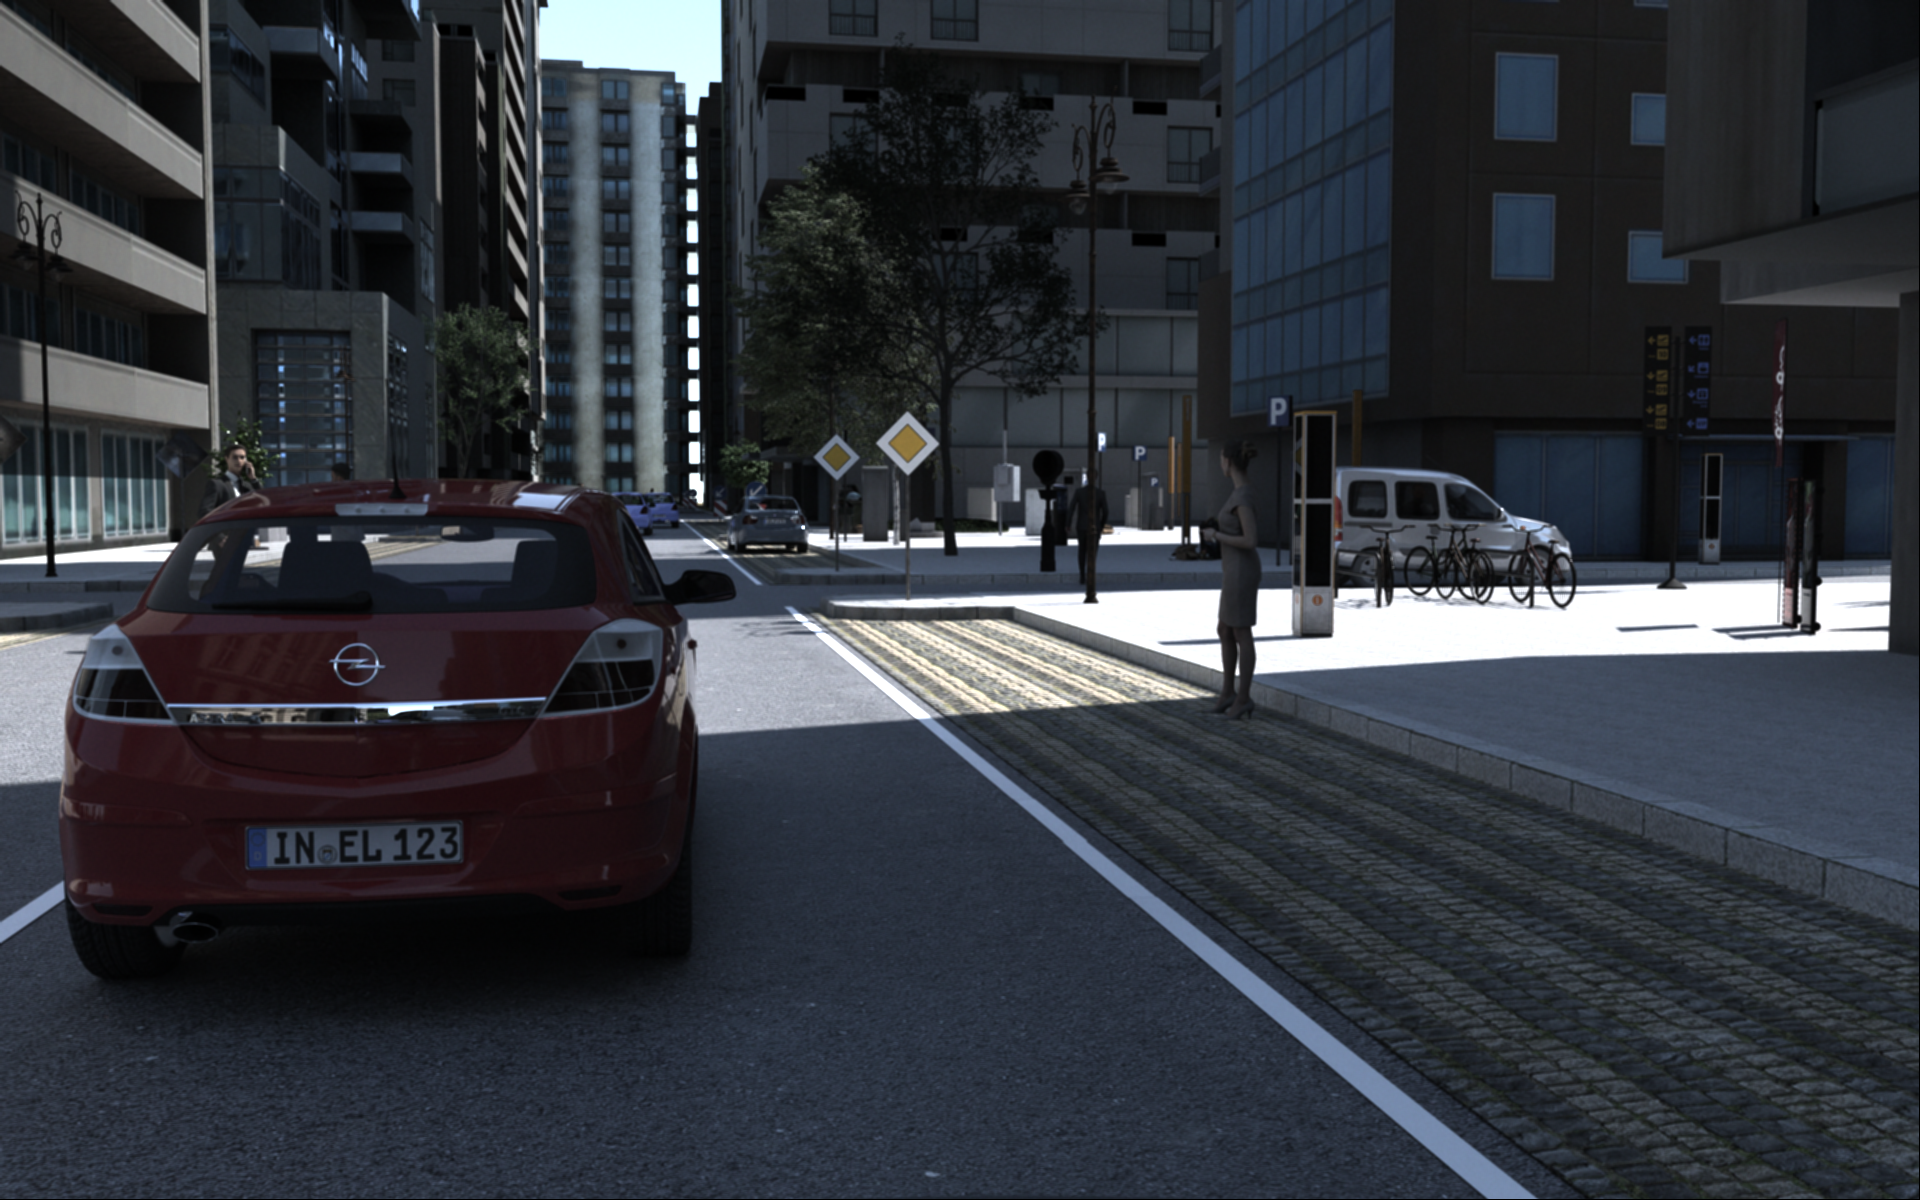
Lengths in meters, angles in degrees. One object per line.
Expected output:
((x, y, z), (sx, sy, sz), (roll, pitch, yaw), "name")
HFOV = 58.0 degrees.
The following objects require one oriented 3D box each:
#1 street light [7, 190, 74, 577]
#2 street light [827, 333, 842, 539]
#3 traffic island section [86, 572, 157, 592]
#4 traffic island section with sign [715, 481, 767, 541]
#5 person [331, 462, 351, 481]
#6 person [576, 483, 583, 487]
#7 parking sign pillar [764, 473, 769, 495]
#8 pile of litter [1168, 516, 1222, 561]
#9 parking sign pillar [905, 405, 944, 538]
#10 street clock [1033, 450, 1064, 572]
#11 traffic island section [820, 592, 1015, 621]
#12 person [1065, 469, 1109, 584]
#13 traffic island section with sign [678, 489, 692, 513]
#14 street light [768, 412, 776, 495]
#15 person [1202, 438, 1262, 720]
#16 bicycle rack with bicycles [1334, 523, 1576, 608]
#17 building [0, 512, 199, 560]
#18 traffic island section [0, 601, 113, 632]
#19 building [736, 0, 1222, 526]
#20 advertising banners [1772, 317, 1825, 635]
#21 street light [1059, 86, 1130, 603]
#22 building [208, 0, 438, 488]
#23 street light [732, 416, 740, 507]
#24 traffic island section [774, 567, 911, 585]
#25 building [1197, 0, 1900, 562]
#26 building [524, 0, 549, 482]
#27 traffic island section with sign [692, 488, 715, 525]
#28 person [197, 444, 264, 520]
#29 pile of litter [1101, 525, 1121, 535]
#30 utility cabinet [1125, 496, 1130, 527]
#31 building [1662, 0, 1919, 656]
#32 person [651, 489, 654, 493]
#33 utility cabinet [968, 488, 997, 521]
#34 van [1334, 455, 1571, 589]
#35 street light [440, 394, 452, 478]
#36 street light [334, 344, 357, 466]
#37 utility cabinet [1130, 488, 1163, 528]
((-14.117, -3.299, 26.729), (0.468, 5.910, 1.993), (-1, 4, -10), "street light")
((-3.628, -4.650, 48.817), (0.468, 5.910, 1.993), (-1, 4, -10), "street light")
((-12.102, -0.287, 26.975), (2.009, 0.180, 2.903), (-1, 4, -10), "traffic island section")
((-6.421, -2.732, 53.302), (1.989, 1.847, 2.006), (-1, 4, -10), "traffic island section with sign")
((-7.271, -0.713, 20.342), (0.466, 1.800, 0.511), (0, 4, 2), "person")
((-12.078, -2.830, 55.014), (0.529, 1.795, 0.600), (0, 4, 5), "person")
((-11.486, -6.954, 102.166), (1.447, 3.967, 1.447), (-1, 4, -14), "parking sign pillar")
((4.653, -1.223, 33.968), (1.719, 0.858, 1.176), (-3, 5, -42), "pile of litter")
((-1.185, -3.825, 51.008), (1.447, 3.967, 1.447), (-2, 4, -25), "parking sign pillar")
((1.454, -1.468, 28.578), (0.471, 2.002, 0.358), (2, 4, 31), "street clock")
((-0.610, 0.084, 20.912), (2.009, 0.180, 2.903), (-1, 4, -10), "traffic island section")
((2.024, -1.167, 27.357), (0.659, 1.850, 0.755), (1, 4, 10), "person")
((-19.999, -7.358, 128.933), (1.989, 1.847, 2.006), (-1, 4, -10), "traffic island section with sign")
((-8.345, -6.311, 75.975), (0.468, 5.910, 1.993), (-1, 4, -10), "street light")
((1.712, -0.128, 10.932), (0.374, 1.781, 0.599), (0, 4, 7), "person")
((5.679, -0.442, 20.614), (2.852, 0.926, 2.925), (0, 4, -2), "bicycle rack with bicycles")
((-28.595, -25.045, 33.186), (21.300, 48.544, 21.600), (-1, 4, -10), "building")
((-10.692, 0.194, 19.115), (2.009, 0.180, 2.903), (-1, 4, -10), "traffic island section")
((3.617, -30.095, 81.295), (28.713, 52.752, 27.495), (-1, 4, -10), "building")
((8.019, -1.251, 16.635), (0.090, 3.025, 2.074), (1, 4, 14), "advertising banners")
((1.542, -2.901, 20.212), (0.468, 5.910, 1.993), (-1, 4, -10), "street light")
((-32.087, -46.086, 66.184), (22.319, 86.520, 31.000), (-1, 4, -10), "building")
((-13.226, -7.942, 102.642), (0.468, 5.910, 1.993), (-1, 4, -10), "street light")
((-2.020, -0.397, 28.772), (2.009, 0.180, 2.903), (-1, 4, -10), "traffic island section")
((14.319, -23.736, 38.203), (14.200, 45.320, 14.600), (-1, 4, -10), "building")
((-51.996, -34.759, 157.548), (27.495, 52.752, 28.713), (-1, 4, -10), "building")
((-11.223, -4.368, 80.038), (1.989, 1.847, 2.006), (-1, 4, -10), "traffic island section with sign")
((-6.765, -0.510, 16.203), (0.474, 1.900, 0.648), (0, 4, 5), "person")
((4.384, -2.522, 55.204), (1.719, 0.858, 1.176), (-1, 4, -20), "pile of litter")
((6.885, -3.394, 66.652), (1.020, 1.237, 0.306), (-1, 4, -14), "utility cabinet")
((11.692, -19.808, 7.456), (14.154, 41.232, 14.086), (-1, 4, -10), "building")
((-21.288, -6.799, 119.687), (0.705, 1.821, 1.348), (-2, 4, -27), "person")
((0.829, -3.421, 64.618), (1.173, 1.500, 0.318), (3, 5, 40), "utility cabinet")
((7.316, -1.204, 26.694), (4.112, 2.044, 2.013), (-1, 4, -10), "van")
((-23.710, -6.563, 80.093), (0.468, 5.910, 1.993), (-1, 4, -10), "street light")
((-18.899, -4.931, 53.413), (0.468, 5.910, 1.993), (-1, 4, -10), "street light")
((6.962, -3.430, 64.756), (1.173, 1.500, 0.318), (-1, 4, -11), "utility cabinet")
